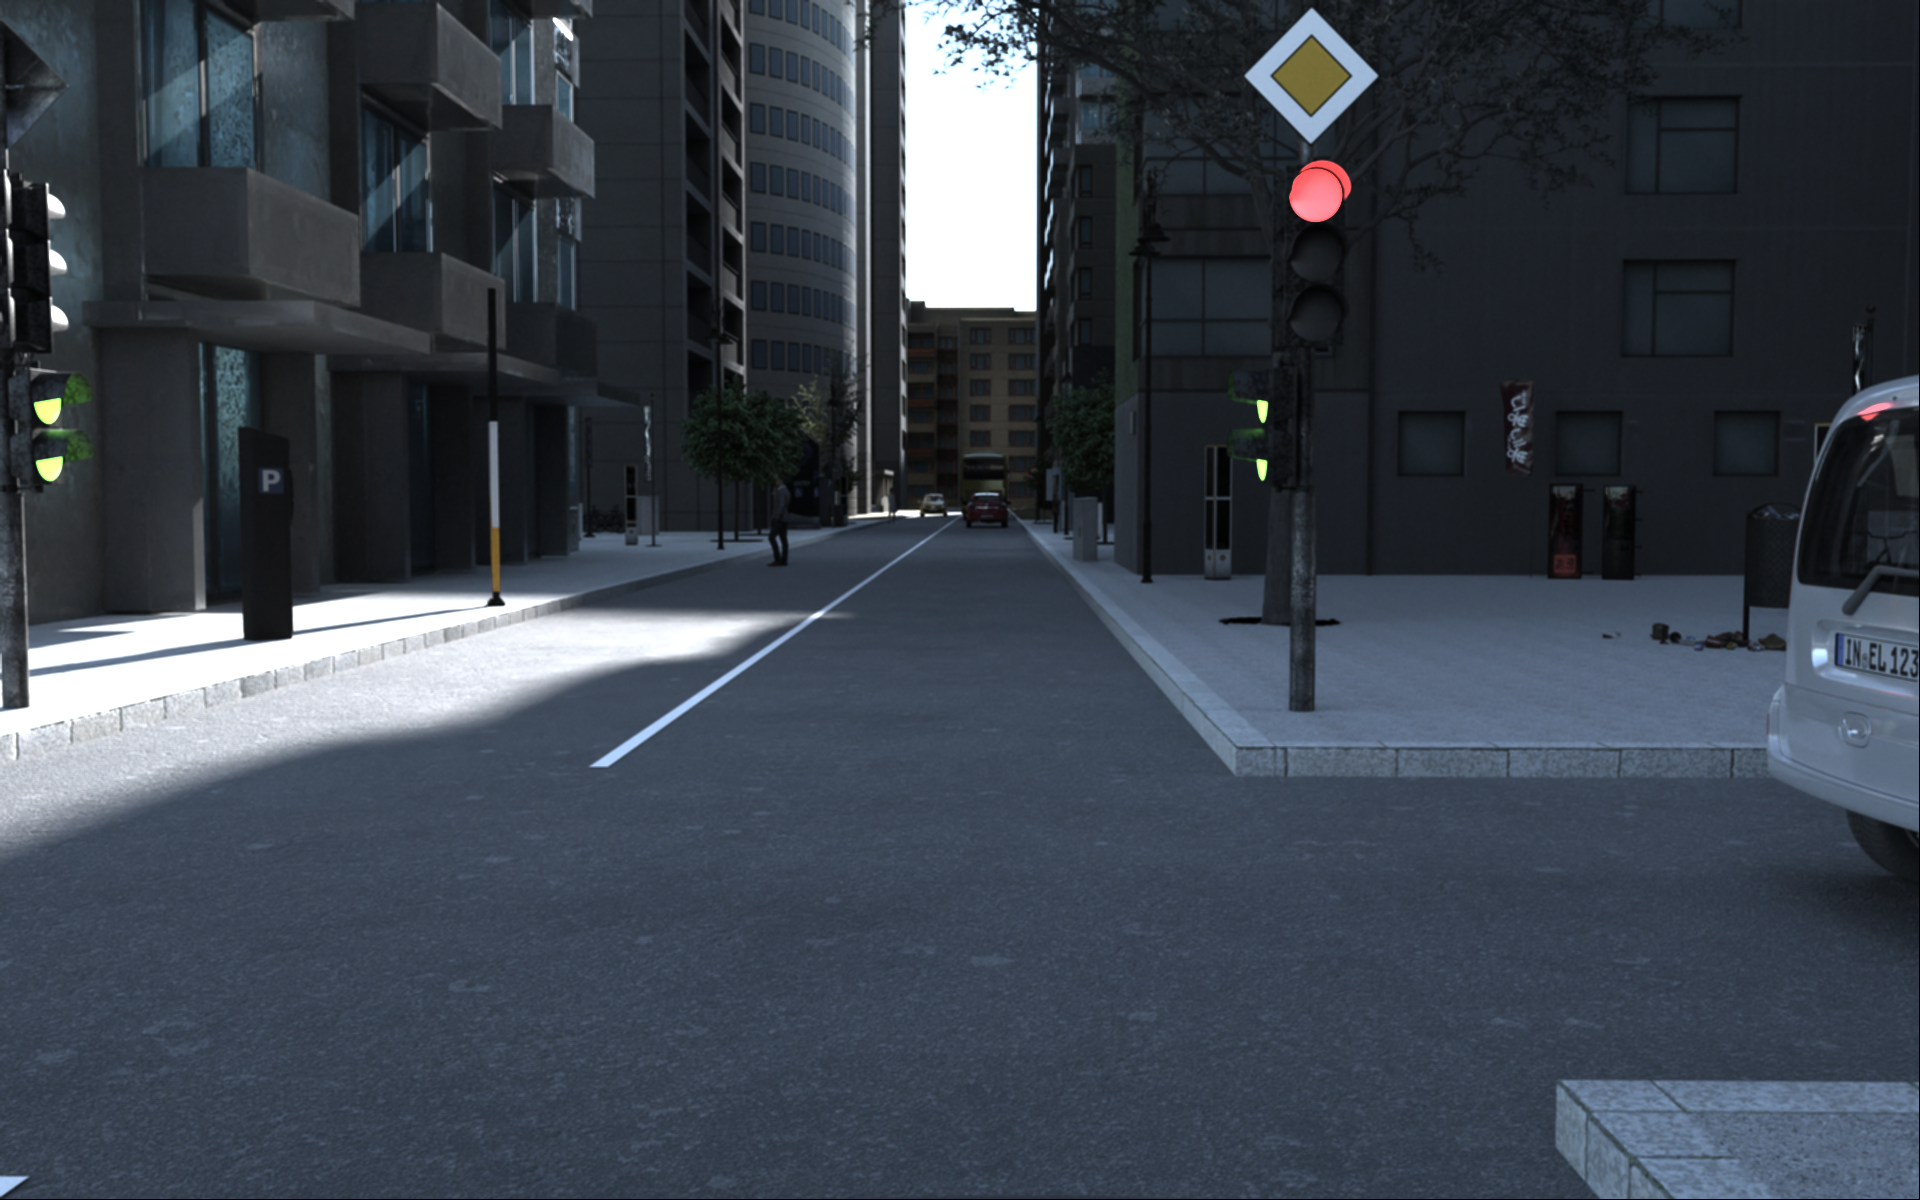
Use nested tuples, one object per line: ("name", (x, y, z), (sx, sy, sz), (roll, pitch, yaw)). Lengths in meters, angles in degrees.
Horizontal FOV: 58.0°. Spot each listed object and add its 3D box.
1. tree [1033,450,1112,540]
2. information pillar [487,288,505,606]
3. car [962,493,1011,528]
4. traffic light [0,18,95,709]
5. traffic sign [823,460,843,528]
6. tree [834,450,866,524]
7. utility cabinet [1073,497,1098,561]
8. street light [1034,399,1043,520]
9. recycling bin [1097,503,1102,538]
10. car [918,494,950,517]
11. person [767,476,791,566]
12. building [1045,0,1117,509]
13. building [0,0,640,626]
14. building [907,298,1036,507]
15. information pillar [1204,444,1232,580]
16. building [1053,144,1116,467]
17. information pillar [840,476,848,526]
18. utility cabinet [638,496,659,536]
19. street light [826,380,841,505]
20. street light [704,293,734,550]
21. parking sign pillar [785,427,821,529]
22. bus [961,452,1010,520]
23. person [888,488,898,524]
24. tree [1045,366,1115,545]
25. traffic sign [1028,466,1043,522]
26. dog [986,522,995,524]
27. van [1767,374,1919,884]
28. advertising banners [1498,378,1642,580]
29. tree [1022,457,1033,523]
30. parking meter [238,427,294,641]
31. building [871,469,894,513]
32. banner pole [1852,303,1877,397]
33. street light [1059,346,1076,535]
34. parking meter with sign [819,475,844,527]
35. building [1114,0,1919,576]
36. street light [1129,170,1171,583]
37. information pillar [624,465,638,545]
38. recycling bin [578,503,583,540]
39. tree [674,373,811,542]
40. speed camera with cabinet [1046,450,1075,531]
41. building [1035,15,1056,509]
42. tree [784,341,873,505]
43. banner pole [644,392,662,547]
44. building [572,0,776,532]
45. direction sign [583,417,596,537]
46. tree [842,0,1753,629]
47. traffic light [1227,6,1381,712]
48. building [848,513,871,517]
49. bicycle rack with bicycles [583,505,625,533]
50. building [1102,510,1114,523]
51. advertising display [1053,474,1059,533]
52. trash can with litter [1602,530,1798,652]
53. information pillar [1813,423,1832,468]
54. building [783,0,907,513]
("tree", (3.355, -3.321, 48.904), (1.663, 3.219, 1.824), (0, 3, 0))
("information pillar", (-5.375, -1.749, 19.948), (0.183, 3.616, 0.504), (-1, 4, -17))
("car", (1.151, -4.039, 75.081), (2.155, 1.783, 4.494), (0, 4, 0))
("traffic light", (-5.651, -1.307, 10.283), (0.839, 4.253, 0.868), (0, 4, 1))
("traffic sign", (-4.746, -3.960, 64.852), (0.768, 2.556, 0.104), (0, 4, 7))
("tree", (-5.098, -4.934, 75.273), (1.663, 3.219, 1.824), (0, 3, 0))
("utility cabinet", (2.409, -1.364, 33.463), (0.306, 1.237, 1.020), (0, 4, -7))
("street light", (3.809, -6.820, 84.289), (0.468, 5.910, 1.993), (0, 4, 1))
("recycling bin", (3.810, -2.366, 51.241), (0.722, 1.027, 0.722), (1, 4, 13))
("car", (-1.666, -6.123, 110.327), (2.015, 1.641, 3.980), (0, 4, 1))
("person", (-3.620, -1.587, 34.630), (0.473, 1.802, 0.592), (1, 4, 23))
("building", (17.746, -31.191, 129.582), (23.786, 49.044, 30.456), (0, 4, 1))
("building", (-18.418, -24.798, 25.054), (23.786, 49.044, 30.456), (0, 4, 1))
("building", (-5.439, -20.720, 183.812), (28.899, 21.520, 27.650), (0, 4, 1))
("information pillar", (3.853, -1.306, 25.840), (0.304, 2.012, 0.304), (-1, 4, -22))
("building", (19.731, -15.595, 100.017), (27.650, 21.520, 28.899), (0, 4, 1))
("information pillar", (-4.603, -3.931, 68.763), (0.304, 2.012, 0.304), (0, 4, 0))
("utility cabinet", (-9.778, -2.616, 53.932), (0.306, 1.237, 1.020), (2, 4, 24))
("street light", (-5.071, -5.908, 69.377), (0.468, 5.910, 1.993), (0, 4, 1))
("street light", (-5.543, -4.108, 39.955), (0.468, 5.910, 1.993), (0, 4, 1))
("parking sign pillar", (-5.805, -4.578, 63.317), (1.447, 3.967, 1.447), (2, 4, 27))
("bus", (1.457, -6.625, 99.870), (2.896, 3.916, 12.252), (0, 4, 2))
("person", (-3.211, -4.452, 82.040), (0.466, 1.731, 0.760), (0, 4, 7))
("tree", (3.798, -3.720, 44.535), (4.285, 4.588, 4.351), (0, 3, 0))
("traffic sign", (3.399, -4.724, 77.341), (0.768, 2.556, 0.104), (0, 4, 4))
("dog", (1.502, -3.927, 84.400), (0.550, 0.427, 0.748), (1, 4, 10))
("van", (4.950, 0.085, 5.629), (4.112, 2.044, 2.013), (0, 4, 1))
("advertising banners", (9.163, -1.828, 26.072), (2.074, 3.025, 0.090), (1, 4, 20))
("tree", (3.524, -4.919, 75.025), (1.663, 3.219, 1.824), (0, 3, 0))
("parking meter", (-6.107, -0.585, 15.273), (0.255, 1.863, 0.399), (3, 5, 45))
("building", (-21.277, -26.551, 125.992), (32.217, 40.220, 23.993), (0, 4, 1))
("banner pole", (11.805, -1.999, 22.695), (0.863, 3.779, 0.401), (-3, 5, -44))
("street light", (3.345, -4.985, 54.298), (0.468, 5.910, 1.993), (0, 4, 1))
("parking meter with sign", (-5.379, -4.362, 67.585), (1.738, 3.016, 0.543), (1, 4, 17))
("building", (9.950, -21.366, 32.930), (14.154, 41.232, 14.086), (0, 4, 1))
("street light", (2.705, -3.186, 24.880), (0.468, 5.910, 1.993), (0, 4, 1))
("information pillar", (-8.253, -2.386, 43.501), (0.304, 2.012, 0.304), (0, 4, -8))
("recycling bin", (-10.884, -2.179, 48.179), (0.722, 1.027, 0.722), (-1, 4, -8))
("tree", (-6.035, -3.858, 46.797), (4.285, 4.588, 4.351), (0, 3, 0))
("speed camera with cabinet", (3.514, -4.056, 60.647), (0.660, 3.252, 2.038), (1, 4, 17))
("building", (13.743, -30.700, 152.060), (14.600, 45.320, 14.200), (0, 4, 1))
("tree", (-6.037, -8.096, 82.731), (4.360, 8.622, 3.978), (0, 3, 0))
("banner pole", (-7.619, -3.214, 42.566), (0.401, 3.779, 0.863), (-2, 4, -27))
("building", (-17.137, -38.464, 67.144), (20.563, 71.187, 20.611), (0, 4, 1))
("direction sign", (-11.001, -3.626, 51.290), (0.379, 3.537, 0.876), (-1, 4, -23))
("tree", (3.215, -6.494, 16.551), (12.009, 13.543, 11.850), (0, 3, 0))
("traffic light", (2.009, -1.299, 10.156), (0.839, 4.253, 0.868), (0, 4, 1))
("building", (-16.621, -34.069, 99.028), (21.231, 58.520, 28.212), (0, 4, 1))
("bicycle rack with bicycles", (-11.699, -2.667, 56.988), (2.925, 0.926, 2.852), (0, 4, -6))
("building", (15.939, -46.183, 67.765), (22.319, 86.520, 31.000), (0, 4, 1))
("advertising display", (3.170, -3.181, 57.228), (0.123, 1.923, 0.974), (1, 4, 8))
("trash can with litter", (6.622, -0.225, 14.743), (1.678, 1.210, 2.233), (-3, 4, -37))
("information pillar", (9.035, -0.821, 17.918), (0.304, 2.012, 0.304), (-2, 4, -34))
("building", (-18.838, -37.136, 149.177), (28.212, 58.520, 21.231), (0, 4, 1))
